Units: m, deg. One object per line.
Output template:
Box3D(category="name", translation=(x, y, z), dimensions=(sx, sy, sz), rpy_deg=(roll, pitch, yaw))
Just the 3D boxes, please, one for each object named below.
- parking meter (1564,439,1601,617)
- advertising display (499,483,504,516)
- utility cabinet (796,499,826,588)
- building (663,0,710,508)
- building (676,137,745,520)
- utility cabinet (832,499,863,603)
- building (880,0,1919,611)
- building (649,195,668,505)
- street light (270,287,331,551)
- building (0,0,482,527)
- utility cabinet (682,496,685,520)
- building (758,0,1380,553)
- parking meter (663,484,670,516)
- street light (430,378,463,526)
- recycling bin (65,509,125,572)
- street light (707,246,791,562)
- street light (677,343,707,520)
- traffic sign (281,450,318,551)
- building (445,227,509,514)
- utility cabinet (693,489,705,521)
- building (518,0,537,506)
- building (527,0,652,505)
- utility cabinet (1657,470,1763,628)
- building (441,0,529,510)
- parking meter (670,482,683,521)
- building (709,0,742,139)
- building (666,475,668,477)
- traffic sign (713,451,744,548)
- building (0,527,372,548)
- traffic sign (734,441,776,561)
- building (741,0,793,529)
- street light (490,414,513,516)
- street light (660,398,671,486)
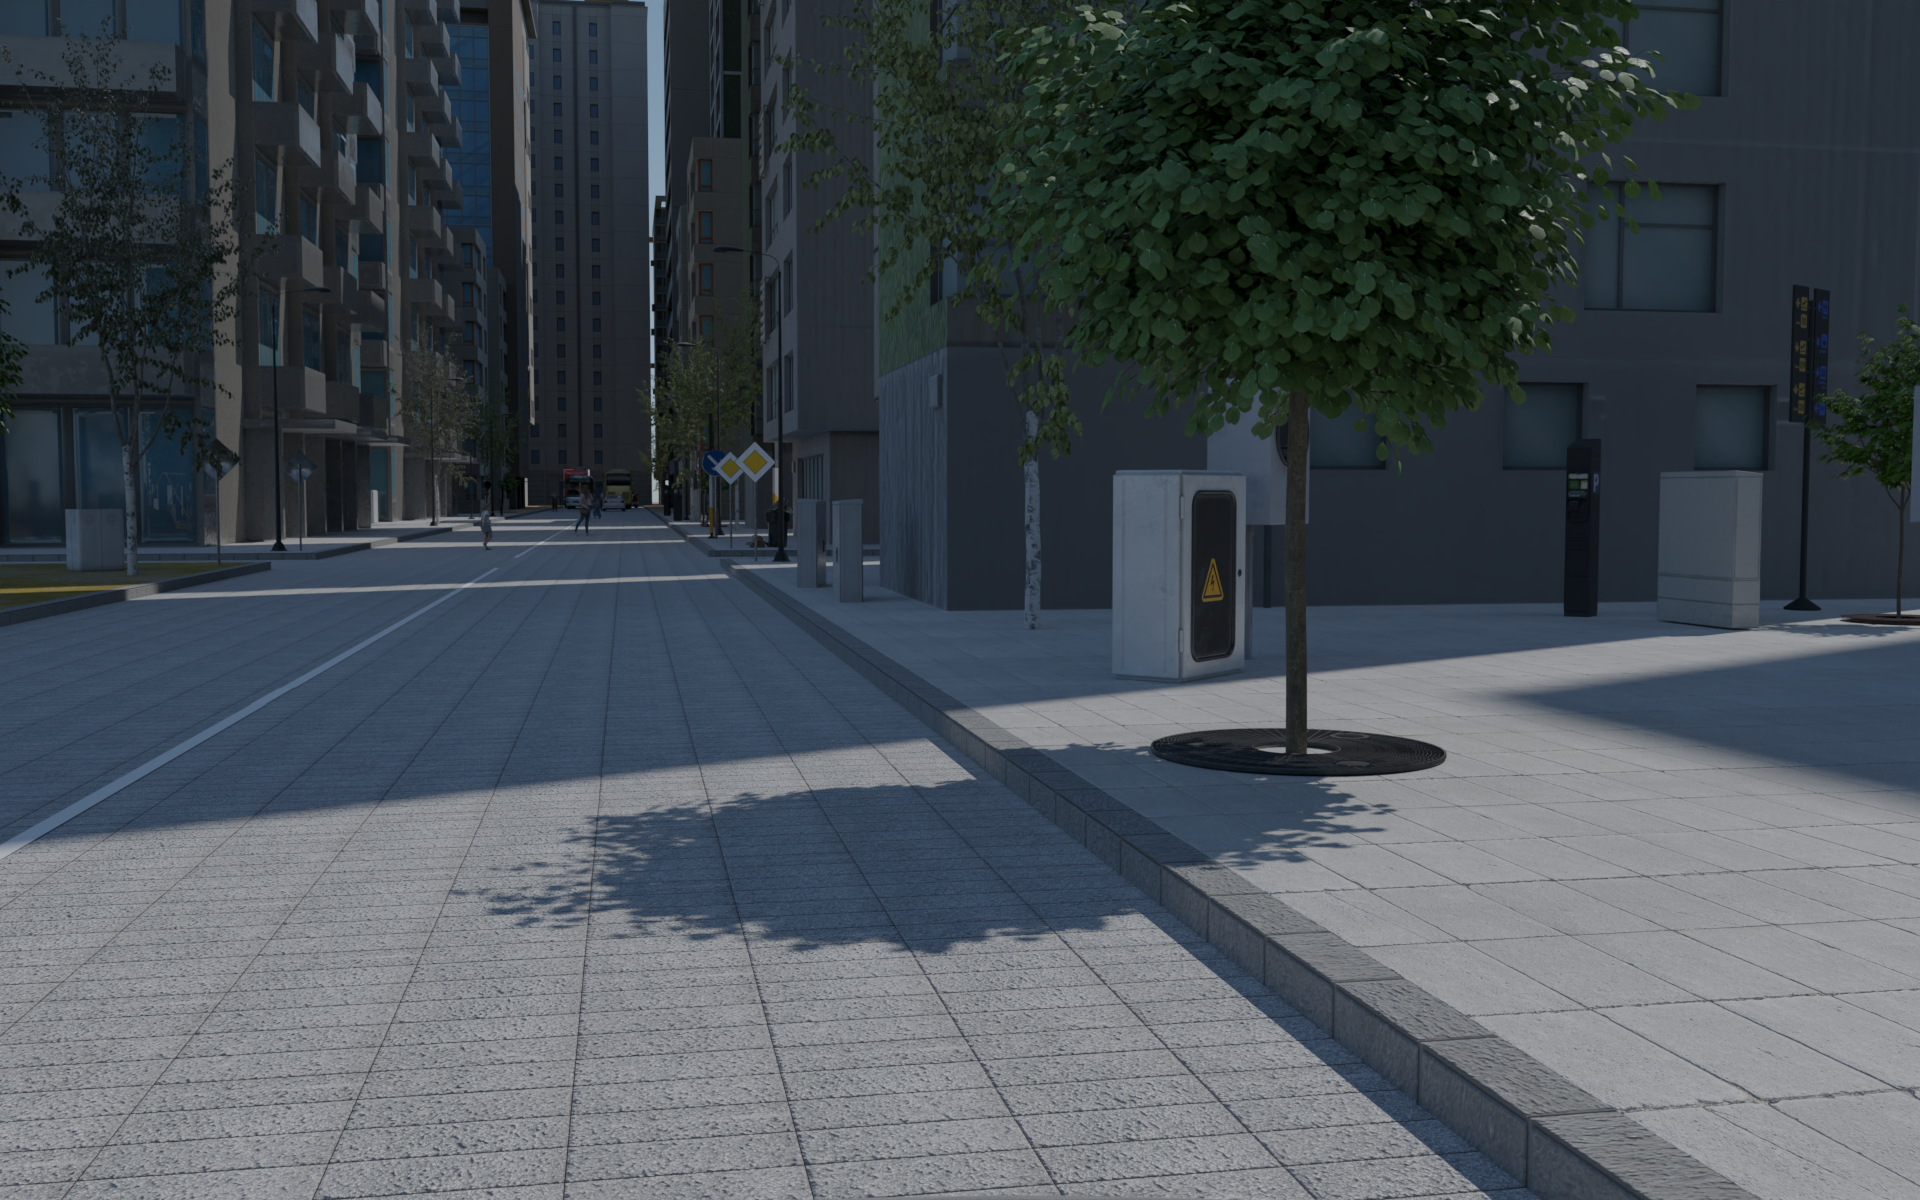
Box3D(category="parking meter", translation=(6.519, -0.760, 18.144), dimensions=(0.255, 1.863, 0.399), rpy_deg=(3, 4, 37))
Box3D(category="advertising display", translation=(-27.094, -5.938, 102.293), dimensions=(0.123, 1.923, 0.974), rpy_deg=(-1, 4, -23))
Box3D(category="utility cabinet", translation=(-2.055, -0.792, 24.116), dimensions=(0.306, 1.237, 1.020), rpy_deg=(0, 4, 2))
Box3D(category="building", translation=(-14.282, -32.124, 148.937), dimensions=(21.300, 48.544, 21.600), rpy_deg=(-1, 4, -11))
Box3D(category="building", translation=(-2.037, -15.646, 100.854), dimensions=(27.650, 21.520, 28.899), rpy_deg=(-1, 4, -11))
Box3D(category="utility cabinet", translation=(-1.368, -0.598, 20.940), dimensions=(0.306, 1.237, 1.020), rpy_deg=(-1, 4, -9))
Box3D(category="building", translation=(5.459, -20.927, 25.756), dimensions=(14.154, 41.232, 14.086), rpy_deg=(-1, 4, -11))
Box3D(category="building", translation=(-26.037, -31.973, 214.631), dimensions=(23.993, 40.220, 32.217), rpy_deg=(-1, 4, -11))
Box3D(category="street light", translation=(-14.796, -4.058, 38.894), dimensions=(1.470, 5.913, 1.316), rpy_deg=(-1, 4, -11))
Box3D(category="building", translation=(-37.755, -28.679, 88.508), dimensions=(23.786, 49.044, 30.456), rpy_deg=(-1, 4, -11))
Box3D(category="utility cabinet", translation=(-14.049, -4.627, 86.816), dimensions=(0.306, 1.237, 1.020), rpy_deg=(-2, 4, -23))
Box3D(category="building", translation=(1.961, -22.233, 47.101), dimensions=(14.086, 41.232, 14.154), rpy_deg=(-1, 4, -11))
Box3D(category="parking meter", translation=(-17.255, -5.895, 102.099), dimensions=(0.399, 1.863, 0.255), rpy_deg=(1, 4, 18))
Box3D(category="street light", translation=(-20.531, -5.914, 69.232), dimensions=(1.470, 5.913, 1.316), rpy_deg=(-1, 4, -11))
Box3D(category="recycling bin", translation=(-14.489, -1.006, 29.009), dimensions=(0.722, 1.027, 0.722), rpy_deg=(-3, 5, -42))
Box3D(category="street light", translation=(-3.931, -3.677, 32.665), dimensions=(1.470, 5.913, 1.316), rpy_deg=(-1, 4, -11))
Box3D(category="street light", translation=(-7.976, -4.942, 53.344), dimensions=(1.470, 5.913, 1.316), rpy_deg=(-1, 4, -11))
Box3D(category="traffic sign", translation=(-14.886, -2.166, 39.059), dimensions=(0.795, 2.450, 0.064), rpy_deg=(-1, 4, -11))
Box3D(category="building", translation=(-47.652, -17.068, 124.107), dimensions=(27.650, 21.520, 28.899), rpy_deg=(-1, 4, -11))
Box3D(category="utility cabinet", translation=(-12.275, -4.470, 81.766), dimensions=(0.318, 1.500, 1.173), rpy_deg=(1, 4, 16))
Box3D(category="building", translation=(-55.848, -35.469, 169.152), dimensions=(27.495, 52.752, 28.713), rpy_deg=(-1, 4, -11))
Box3D(category="building", translation=(-51.001, -40.515, 204.425), dimensions=(28.212, 58.520, 21.231), rpy_deg=(-1, 4, -11))
Box3D(category="utility cabinet", translation=(7.283, -0.499, 16.836), dimensions=(0.318, 1.500, 1.173), rpy_deg=(-1, 4, -12))
Box3D(category="building", translation=(-44.141, -30.337, 146.121), dimensions=(14.600, 45.320, 14.200), rpy_deg=(-1, 4, -11))
Box3D(category="parking meter", translation=(-13.465, -4.706, 82.652), dimensions=(0.399, 1.863, 0.255), rpy_deg=(2, 4, 29))
Box3D(category="building", translation=(-9.824, -42.135, 127.164), dimensions=(20.563, 71.187, 20.611), rpy_deg=(-1, 4, -11))
Box3D(category="building", translation=(-17.621, -33.954, 174.755), dimensions=(23.786, 49.044, 30.456), rpy_deg=(-1, 4, -11))
Box3D(category="traffic sign", translation=(-5.411, -2.276, 40.855), dimensions=(0.795, 2.450, 0.064), rpy_deg=(-1, 4, -11))
Box3D(category="building", translation=(-29.965, -26.380, 50.916), dimensions=(23.786, 49.044, 30.456), rpy_deg=(-1, 4, -11))
Box3D(category="traffic sign", translation=(-3.902, -1.796, 33.013), dimensions=(0.795, 2.450, 0.064), rpy_deg=(-1, 4, -11))
Box3D(category="building", translation=(-1.961, -18.282, 70.608), dimensions=(14.160, 30.474, 14.107), rpy_deg=(-1, 4, -11))
Box3D(category="street light", translation=(-26.450, -7.791, 99.923), dimensions=(1.470, 5.913, 1.316), rpy_deg=(-1, 4, -11))
Box3D(category="street light", translation=(-13.833, -6.822, 84.086), dimensions=(1.470, 5.913, 1.316), rpy_deg=(-1, 4, -11))
